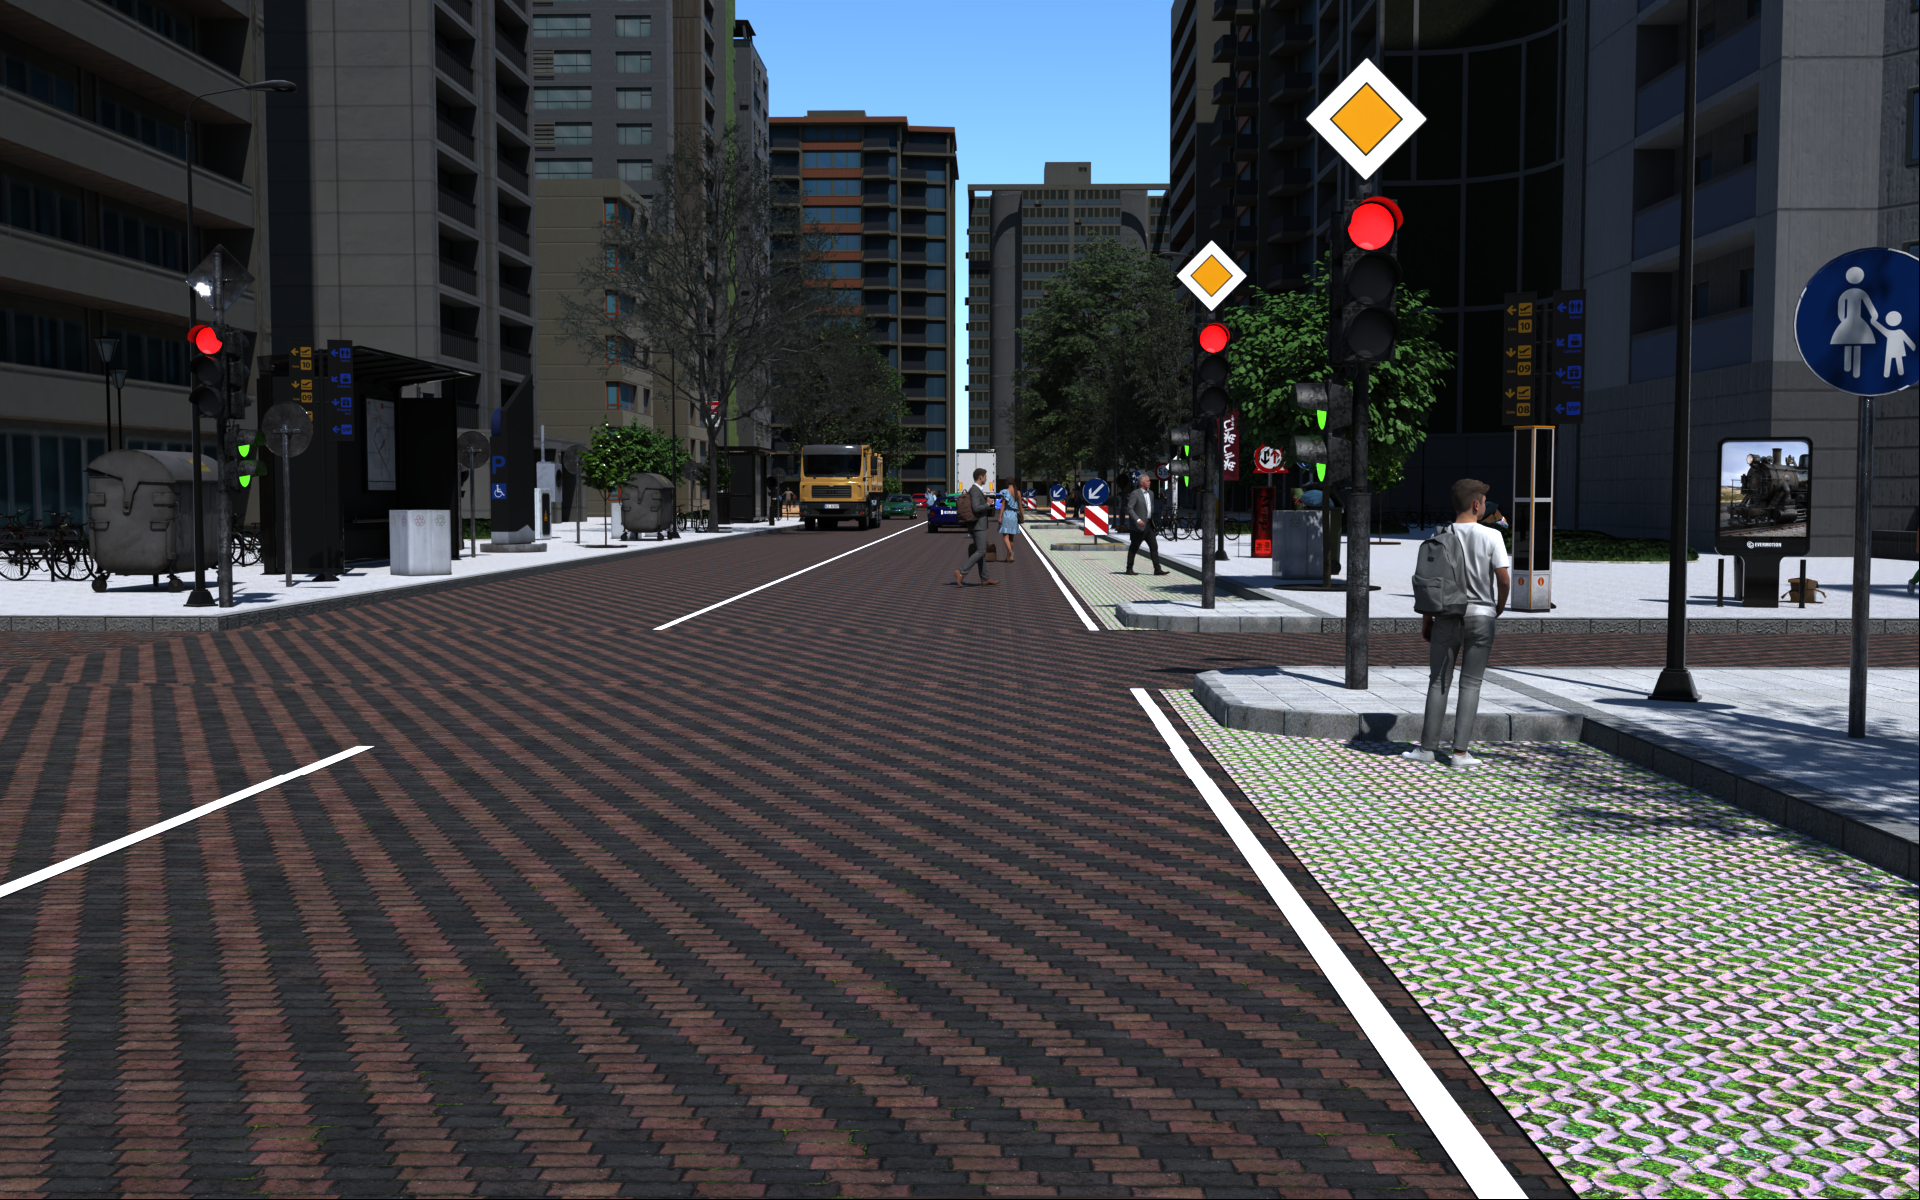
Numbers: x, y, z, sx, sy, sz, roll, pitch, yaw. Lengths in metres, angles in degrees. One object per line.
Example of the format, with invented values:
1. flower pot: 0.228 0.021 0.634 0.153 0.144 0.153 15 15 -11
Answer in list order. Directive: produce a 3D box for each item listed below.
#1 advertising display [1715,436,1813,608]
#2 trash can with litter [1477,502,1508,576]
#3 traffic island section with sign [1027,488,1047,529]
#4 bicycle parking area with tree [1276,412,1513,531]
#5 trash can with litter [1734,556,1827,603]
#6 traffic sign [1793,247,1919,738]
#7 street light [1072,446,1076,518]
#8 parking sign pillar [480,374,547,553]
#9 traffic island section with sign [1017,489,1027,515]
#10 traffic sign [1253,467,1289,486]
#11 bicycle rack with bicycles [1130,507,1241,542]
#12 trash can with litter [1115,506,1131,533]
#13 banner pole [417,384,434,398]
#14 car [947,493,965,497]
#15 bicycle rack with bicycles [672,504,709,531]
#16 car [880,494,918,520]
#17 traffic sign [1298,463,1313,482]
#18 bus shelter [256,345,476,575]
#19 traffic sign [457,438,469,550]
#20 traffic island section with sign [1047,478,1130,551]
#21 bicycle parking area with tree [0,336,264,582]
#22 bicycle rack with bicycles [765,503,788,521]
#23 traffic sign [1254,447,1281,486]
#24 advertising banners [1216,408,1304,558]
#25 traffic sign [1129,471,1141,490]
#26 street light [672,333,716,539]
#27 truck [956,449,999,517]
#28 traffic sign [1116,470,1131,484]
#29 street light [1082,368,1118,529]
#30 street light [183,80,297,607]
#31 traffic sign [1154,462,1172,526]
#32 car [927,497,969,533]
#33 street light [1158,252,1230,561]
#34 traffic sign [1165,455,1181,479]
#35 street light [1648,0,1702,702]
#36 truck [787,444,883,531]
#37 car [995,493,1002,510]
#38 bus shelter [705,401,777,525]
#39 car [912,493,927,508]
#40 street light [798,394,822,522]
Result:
1. advertising display: 9.057 -0.876 19.544 0.974 1.923 0.123 1 4 17
2. trash can with litter: 7.475 -0.865 25.526 1.055 1.170 0.624 -1 4 -18
3. traffic island section with sign: 3.887 -3.820 71.078 1.989 1.847 2.006 0 4 1
4. bicycle parking area with tree: 15.547 -4.638 62.837 9.016 4.147 8.231 0 4 4
5. trash can with litter: 9.771 -0.568 20.674 1.055 1.170 0.624 2 4 30
6. traffic sign: 4.727 -0.547 9.052 0.768 2.556 0.104 1 4 10
7. street light: 5.749 -7.453 94.390 1.470 5.913 1.316 0 4 1
8. parking sign pillar: -9.927 -3.054 38.405 1.447 3.967 1.447 1 4 13
9. traffic island section with sign: 4.920 -6.886 121.217 1.989 1.847 2.006 0 4 1
10. traffic sign: 7.826 -2.669 43.646 0.884 2.594 0.081 0 4 3
11. bicycle rack with bicycles: 5.983 -2.129 48.185 2.852 0.926 2.925 -3 4 -37
12. trash can with litter: 5.562 -2.783 56.895 1.055 1.170 0.624 3 4 39
13. banner pole: -11.611 -2.913 37.636 0.401 3.779 0.863 1 4 13
14. car: 0.133 -4.038 74.823 1.959 1.807 4.718 0 4 2
15. bicycle rack with bicycles: -10.103 -2.854 60.038 2.852 0.926 2.925 -1 4 -20
16. car: -3.436 -5.306 98.543 2.131 1.459 4.920 0 4 2
17. traffic sign: 7.512 -2.260 37.060 0.768 2.556 0.104 1 4 9
18. bus shelter: -10.276 -2.400 30.531 1.731 3.624 6.357 0 4 1
19. traffic sign: -11.404 -2.406 39.451 0.768 2.556 0.104 0 4 2
20. traffic island section with sign: 3.317 -2.171 44.129 1.989 1.847 2.006 0 4 1
21. bicycle parking area with tree: -15.678 -2.565 28.948 9.016 4.147 8.231 1 4 21
22. bicycle rack with bicycles: -9.722 -4.323 84.069 2.852 0.926 2.925 1 4 20
23. traffic sign: 7.503 -2.561 41.982 0.768 2.556 0.104 1 4 10
24. advertising banners: 6.100 -2.350 34.604 2.074 3.025 0.090 1 4 18
25. traffic sign: 9.559 -5.761 94.306 0.768 2.556 0.104 1 4 10
26. street light: -7.718 -4.735 49.951 1.470 5.913 1.316 0 4 1
27. truck: 1.118 -7.600 113.172 2.839 4.237 11.283 0 4 1
28. traffic sign: 8.706 -5.634 92.125 0.884 2.594 0.081 0 4 3
29. street light: 5.165 -5.575 63.692 1.470 5.913 1.316 0 4 1
30. street light: -8.144 -2.879 19.614 1.470 5.913 1.316 0 4 1
31. traffic sign: 8.132 -4.220 69.105 0.768 2.556 0.104 0 4 8
32. car: -0.278 -3.192 64.764 1.945 1.354 3.894 0 4 2
33. street light: 4.504 -3.720 33.360 1.470 5.913 1.316 0 4 1
34. traffic sign: 7.335 -3.593 58.472 0.795 2.593 0.064 0 4 6
35. street light: 3.935 -2.333 10.682 1.470 5.913 1.316 0 4 1
36. truck: -4.772 -4.535 70.067 3.469 3.379 9.791 0 4 2
37. car: 2.550 -7.455 131.483 1.945 1.707 3.694 0 4 3
38. bus shelter: -9.790 -6.080 77.047 2.179 5.291 8.768 0 4 1
39. car: -3.530 -8.830 153.404 2.155 1.783 4.494 0 4 1
40. street light: -6.795 -6.594 80.349 1.470 5.913 1.316 0 4 1
